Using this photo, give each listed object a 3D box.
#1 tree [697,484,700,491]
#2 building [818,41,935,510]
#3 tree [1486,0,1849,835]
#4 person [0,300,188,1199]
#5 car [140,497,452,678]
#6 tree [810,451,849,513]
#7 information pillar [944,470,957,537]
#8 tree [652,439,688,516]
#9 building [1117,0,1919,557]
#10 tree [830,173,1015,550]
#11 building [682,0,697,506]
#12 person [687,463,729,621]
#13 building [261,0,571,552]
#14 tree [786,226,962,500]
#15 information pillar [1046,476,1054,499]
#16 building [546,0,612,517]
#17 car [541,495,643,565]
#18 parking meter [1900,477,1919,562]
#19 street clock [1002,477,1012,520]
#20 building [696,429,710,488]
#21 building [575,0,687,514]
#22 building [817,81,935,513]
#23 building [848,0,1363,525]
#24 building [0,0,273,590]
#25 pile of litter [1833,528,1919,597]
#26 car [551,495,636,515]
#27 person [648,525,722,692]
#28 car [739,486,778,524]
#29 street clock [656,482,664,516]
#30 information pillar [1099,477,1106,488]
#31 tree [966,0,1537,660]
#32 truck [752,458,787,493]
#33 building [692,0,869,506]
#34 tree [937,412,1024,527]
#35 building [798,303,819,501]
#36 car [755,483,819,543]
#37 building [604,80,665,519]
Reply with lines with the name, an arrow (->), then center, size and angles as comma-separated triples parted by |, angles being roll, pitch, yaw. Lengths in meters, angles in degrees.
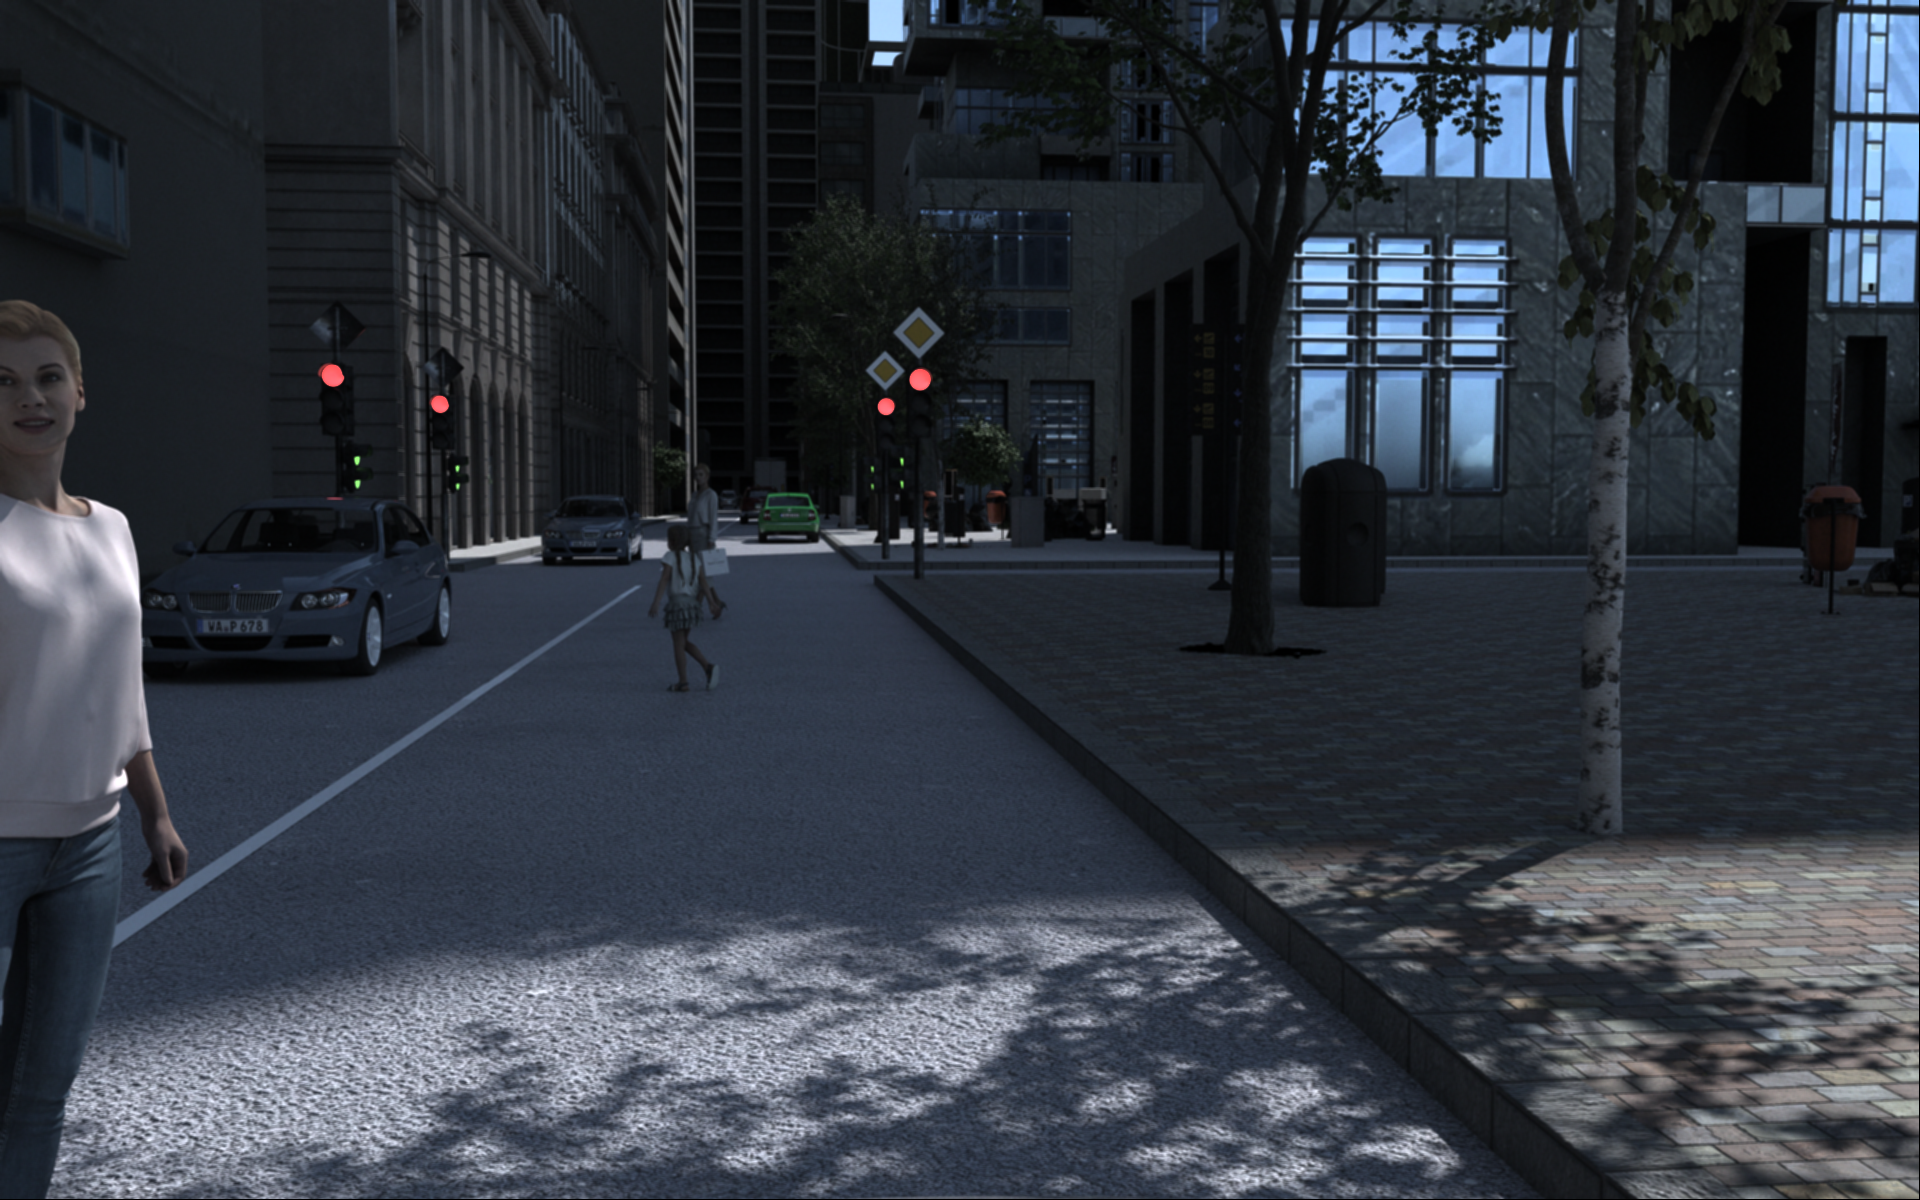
tree -> -24.585, -10.139, 160.381 | 1.663, 3.219, 1.824 | 0, 3, 0
building -> 3.989, -27.722, 145.142 | 32.217, 40.220, 23.993 | 0, 4, -6
tree -> 2.676, -3.423, 6.326 | 4.737, 8.622, 4.395 | 0, 3, 0
person -> -1.677, 0.392, 2.759 | 0.598, 1.740, 0.731 | 1, 4, 9
car -> -5.628, -0.189, 15.091 | 2.014, 1.417, 4.499 | 0, 4, -5
tree -> -8.543, -8.117, 116.423 | 4.285, 4.588, 4.351 | 0, 3, 0
information pillar -> -0.281, -2.919, 52.223 | 0.304, 2.012, 0.304 | 2, 4, 25
tree -> -17.948, -7.360, 104.054 | 4.285, 4.588, 4.351 | 0, 3, 0
building -> 20.132, -44.812, 45.354 | 31.000, 86.520, 22.319 | 0, 4, -6
tree -> -0.589, -5.443, 39.363 | 4.360, 8.622, 3.978 | 0, 3, 0
building -> -32.971, -36.656, 141.320 | 21.231, 58.520, 28.212 | 0, 4, -6
person -> -2.857, -0.654, 19.554 | 0.624, 1.780, 0.694 | -2, 4, -32
building -> -17.822, -12.335, 43.485 | 13.314, 21.916, 24.055 | 0, 4, -6
tree -> -3.670, -9.529, 73.931 | 7.486, 12.596, 7.792 | 0, 3, 0
information pillar -> 3.730, -4.142, 72.210 | 0.304, 2.012, 0.304 | 0, 4, -3
building -> -18.859, -13.224, 65.362 | 9.793, 20.994, 18.267 | 0, 4, -6
car -> -7.684, -1.496, 36.460 | 2.014, 1.417, 4.499 | 0, 4, -6
parking meter -> 13.403, -0.970, 24.279 | 0.372, 1.533, 0.369 | 0, 3, 0
street clock -> 2.017, -4.255, 74.136 | 0.358, 2.002, 0.471 | 3, 4, 36
building -> -40.782, -52.376, 169.019 | 31.000, 86.520, 22.319 | 0, 4, -6
building -> -29.997, -30.168, 116.940 | 21.300, 48.544, 21.600 | 0, 4, -6
building -> -3.298, -21.642, 125.545 | 14.160, 30.474, 14.107 | 0, 4, -6
building -> 5.698, -47.707, 92.679 | 22.319, 86.520, 31.000 | 0, 4, -6
building -> -19.216, -23.741, 11.864 | 21.600, 48.544, 21.300 | 0, 4, -6
pile of litter -> 11.921, -0.480, 21.813 | 1.176, 0.858, 1.719 | -1, 4, -22
car -> -8.771, -1.822, 41.798 | 2.014, 1.417, 4.499 | 0, 4, -4
person -> -1.995, 0.064, 12.470 | 0.382, 1.210, 0.505 | 3, 4, 37
car -> -9.610, -4.606, 83.987 | 2.281, 1.827, 5.304 | 0, 4, -5
street clock -> -17.495, -5.888, 100.843 | 0.471, 2.002, 0.358 | 0, 4, 4
information pillar -> 6.227, -4.355, 75.699 | 0.304, 2.012, 0.304 | 0, 4, -1
tree -> 2.505, -5.372, 13.580 | 9.928, 11.665, 9.643 | 0, 3, 0
truck -> -15.253, -9.183, 139.059 | 2.839, 4.237, 11.283 | 0, 4, -7
building -> -20.802, -46.648, 200.950 | 20.611, 71.187, 20.563 | 0, 4, -6
tree -> 0.826, -5.134, 67.662 | 4.285, 4.588, 4.351 | 0, 3, 0
building -> -1.908, -19.976, 171.640 | 27.650, 21.520, 28.899 | 0, 4, -6
car -> -5.212, -2.663, 52.343 | 1.959, 1.807, 4.718 | 0, 4, -7
building -> -22.122, -14.950, 86.230 | 13.314, 21.916, 24.055 | 0, 4, -6
